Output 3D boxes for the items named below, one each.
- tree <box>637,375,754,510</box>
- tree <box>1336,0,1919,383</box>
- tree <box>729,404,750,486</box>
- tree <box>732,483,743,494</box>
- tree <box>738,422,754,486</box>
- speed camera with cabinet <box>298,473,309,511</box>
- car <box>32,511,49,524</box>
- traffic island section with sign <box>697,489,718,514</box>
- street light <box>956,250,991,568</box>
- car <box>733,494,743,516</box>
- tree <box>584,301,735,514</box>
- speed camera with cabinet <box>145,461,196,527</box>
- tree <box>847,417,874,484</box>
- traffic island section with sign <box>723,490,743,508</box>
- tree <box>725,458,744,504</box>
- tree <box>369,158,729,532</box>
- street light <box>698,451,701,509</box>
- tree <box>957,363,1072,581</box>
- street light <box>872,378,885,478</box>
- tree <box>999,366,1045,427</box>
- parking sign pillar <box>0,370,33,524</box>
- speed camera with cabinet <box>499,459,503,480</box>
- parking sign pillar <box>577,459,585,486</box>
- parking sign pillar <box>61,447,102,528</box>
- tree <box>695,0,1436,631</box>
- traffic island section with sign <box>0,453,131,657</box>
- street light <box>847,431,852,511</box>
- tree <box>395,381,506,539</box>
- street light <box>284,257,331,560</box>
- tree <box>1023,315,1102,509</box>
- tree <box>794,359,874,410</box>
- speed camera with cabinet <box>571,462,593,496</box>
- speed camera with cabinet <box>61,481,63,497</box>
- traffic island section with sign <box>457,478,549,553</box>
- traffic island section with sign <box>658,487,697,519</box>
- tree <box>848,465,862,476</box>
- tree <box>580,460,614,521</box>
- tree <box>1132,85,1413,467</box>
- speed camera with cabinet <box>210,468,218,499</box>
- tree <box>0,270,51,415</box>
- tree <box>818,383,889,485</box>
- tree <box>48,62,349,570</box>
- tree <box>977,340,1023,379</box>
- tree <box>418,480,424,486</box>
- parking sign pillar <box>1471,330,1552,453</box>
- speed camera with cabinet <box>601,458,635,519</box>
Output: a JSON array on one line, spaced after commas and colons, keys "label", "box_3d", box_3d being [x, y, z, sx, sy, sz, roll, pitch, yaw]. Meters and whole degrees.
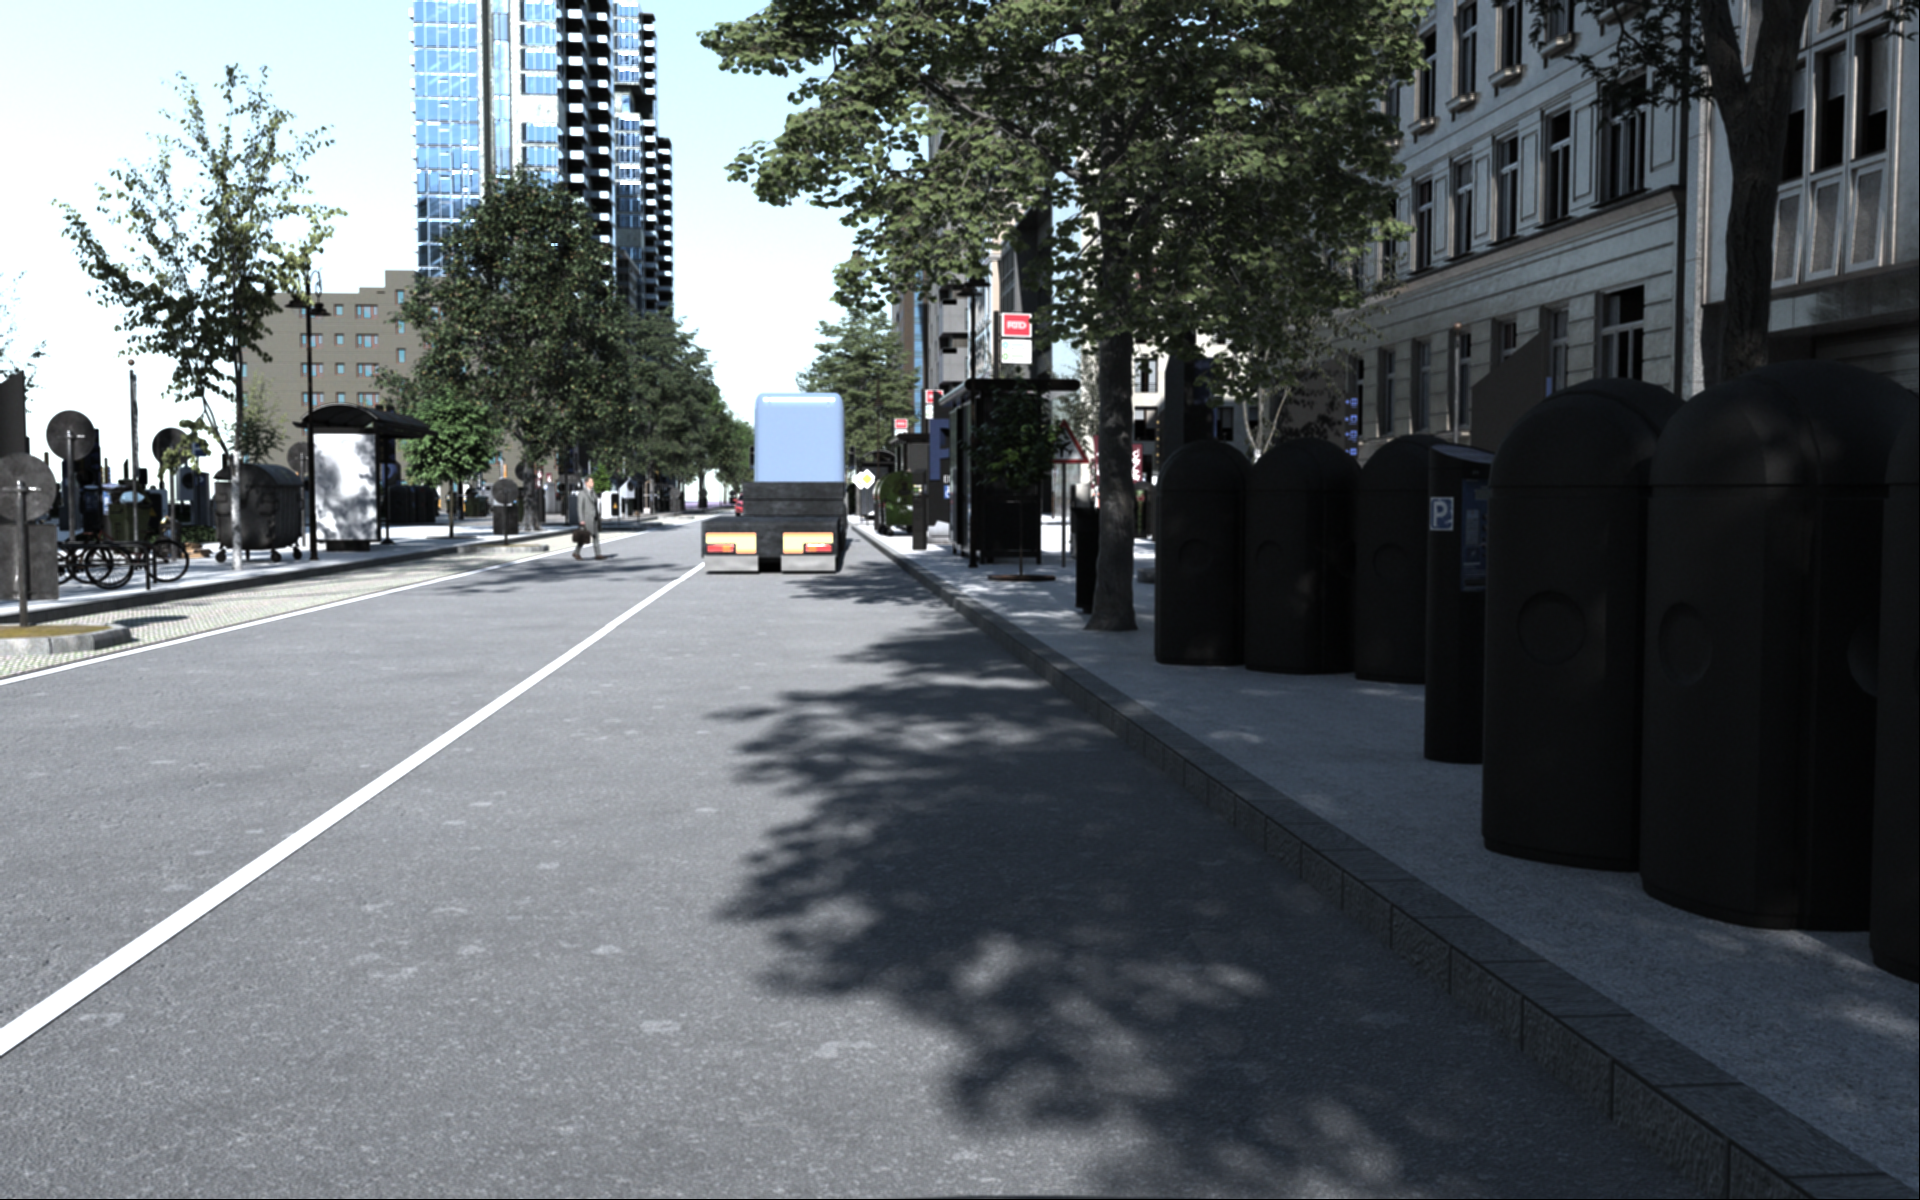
[{"label": "tree", "box_3d": [-23.221, -13.324, 143.606, 9.928, 11.665, 9.643, 0, 3, 0]}, {"label": "tree", "box_3d": [2.918, -4.421, 6.704, 7.601, 10.594, 8.767, -3, 5, -40]}, {"label": "tree", "box_3d": [-24.987, -15.236, 166.115, 9.611, 12.733, 9.660, 0, 3, 0]}, {"label": "tree", "box_3d": [-33.351, -16.165, 258.899, 1.663, 3.219, 1.824, 0, 3, 0]}, {"label": "tree", "box_3d": [-37.572, -24.571, 308.396, 9.857, 13.997, 8.962, 0, 3, 0]}, {"label": "speed camera with cabinet", "box_3d": [-34.356, -5.833, 89.699, 2.038, 3.252, 0.660, 0, 4, 1]}, {"label": "car", "box_3d": [-39.874, -3.760, 70.143, 5.304, 1.827, 2.281, 0, 4, -6]}, {"label": "traffic island section with sign", "box_3d": [-18.658, -7.188, 126.158, 1.989, 1.847, 2.006, 0, 4, -5]}, {"label": "street light", "box_3d": [0.229, -3.506, 30.114, 0.468, 5.910, 1.993, 0, 4, -5]}, {"label": "car", "box_3d": [-13.842, -6.418, 113.973, 2.155, 1.783, 4.494, 0, 4, -5]}, {"label": "tree", "box_3d": [-20.406, -12.638, 113.284, 9.857, 13.997, 8.962, 0, 3, 0]}, {"label": "speed camera with cabinet", "box_3d": [-26.673, -3.908, 58.234, 2.038, 3.252, 0.660, -3, 5, -39]}, {"label": "tree", "box_3d": [-7.544, -11.115, 132.086, 4.737, 8.622, 4.395, 0, 3, 0]}, {"label": "traffic island section with sign", "box_3d": [-23.100, -10.260, 176.378, 1.989, 1.847, 2.006, 0, 4, -5]}, {"label": "tree", "box_3d": [-30.374, -16.940, 227.325, 4.360, 8.622, 3.978, 0, 3, 0]}, {"label": "tree", "box_3d": [-14.900, -8.710, 59.414, 9.611, 12.733, 9.660, 0, 3, 0]}, {"label": "street light", "box_3d": [-23.022, -11.026, 153.067, 0.468, 5.910, 1.993, 0, 4, -5]}, {"label": "tree", "box_3d": [0.779, -1.910, 25.825, 1.663, 3.219, 1.824, 0, 3, 0]}, {"label": "street light", "box_3d": [-3.266, -5.895, 69.177, 0.468, 5.910, 1.993, 0, 4, -5]}, {"label": "tree", "box_3d": [2.808, -9.184, 100.518, 4.737, 8.622, 4.395, 0, 3, 0]}, {"label": "parking sign pillar", "box_3d": [-20.961, -3.007, 37.632, 1.447, 3.967, 1.447, -1, 4, -15]}, {"label": "speed camera with cabinet", "box_3d": [-25.690, -6.329, 97.808, 0.660, 3.252, 2.038, -1, 4, -13]}, {"label": "parking sign pillar", "box_3d": [-29.501, -8.991, 135.474, 1.447, 3.967, 1.447, 1, 4, 9]}, {"label": "parking sign pillar", "box_3d": [-33.564, -4.754, 66.193, 1.447, 3.967, 1.447, -1, 4, -13]}, {"label": "tree", "box_3d": [1.358, -6.015, 16.466, 7.486, 12.596, 7.792, 0, 3, 0]}, {"label": "traffic island section with sign", "box_3d": [-8.900, -0.452, 16.025, 1.989, 1.847, 2.006, 0, 4, -5]}, {"label": "street light", "box_3d": [-7.162, -8.554, 112.641, 0.468, 5.910, 1.993, 0, 4, -5]}, {"label": "tree", "box_3d": [-14.933, -4.080, 50.420, 4.285, 4.588, 4.351, 0, 3, 0]}, {"label": "street light", "box_3d": [-12.552, -3.712, 33.480, 0.468, 5.910, 1.993, 0, 4, -5]}, {"label": "tree", "box_3d": [5.199, -7.235, 68.647, 4.360, 8.622, 3.978, 0, 3, 0]}, {"label": "tree", "box_3d": [-14.065, -22.166, 218.307, 12.611, 20.169, 13.585, 0, 3, 0]}, {"label": "speed camera with cabinet", "box_3d": [-20.473, -6.087, 93.852, 0.660, 3.252, 2.038, -2, 4, -31]}, {"label": "speed camera with cabinet", "box_3d": [-60.054, -7.534, 117.523, 0.660, 3.252, 2.038, 1, 4, 12]}, {"label": "traffic island section with sign", "box_3d": [-11.269, -2.095, 42.876, 1.989, 1.847, 2.006, 0, 4, -5]}, {"label": "traffic island section with sign", "box_3d": [-16.279, -5.546, 99.307, 1.989, 1.847, 2.006, 0, 4, -5]}, {"label": "tree", "box_3d": [-18.095, -19.727, 248.297, 9.928, 11.665, 9.643, 0, 3, 0]}, {"label": "tree", "box_3d": [-17.352, -5.472, 84.061, 1.663, 3.219, 1.824, 0, 3, 0]}, {"label": "tree", "box_3d": [5.254, -4.816, 29.107, 4.360, 8.622, 3.978, 0, 3, 0]}, {"label": "speed camera with cabinet", "box_3d": [-55.596, -8.197, 128.353, 0.660, 3.252, 2.038, 3, 5, 41]}, {"label": "tree", "box_3d": [-30.037, -6.262, 52.754, 4.360, 8.622, 3.978, 0, 3, 0]}, {"label": "tree", "box_3d": [-11.102, -15.964, 171.382, 12.009, 13.543, 11.850, 0, 3, 0]}, {"label": "tree", "box_3d": [-12.509, -4.819, 29.149, 4.737, 8.622, 4.395, 0, 3, 0]}, {"label": "tree", "box_3d": [1.816, -7.905, 79.616, 4.360, 8.622, 3.978, 0, 3, 0]}, {"label": "tree", "box_3d": [-37.712, -10.455, 121.301, 4.737, 8.622, 4.395, 0, 3, 0]}, {"label": "parking sign pillar", "box_3d": [9.253, -2.483, 29.067, 1.447, 3.967, 1.447, -3, 5, -43]}, {"label": "speed camera with cabinet", "box_3d": [-18.081, -5.951, 91.634, 0.660, 3.252, 2.038, 2, 4, 30]}]
